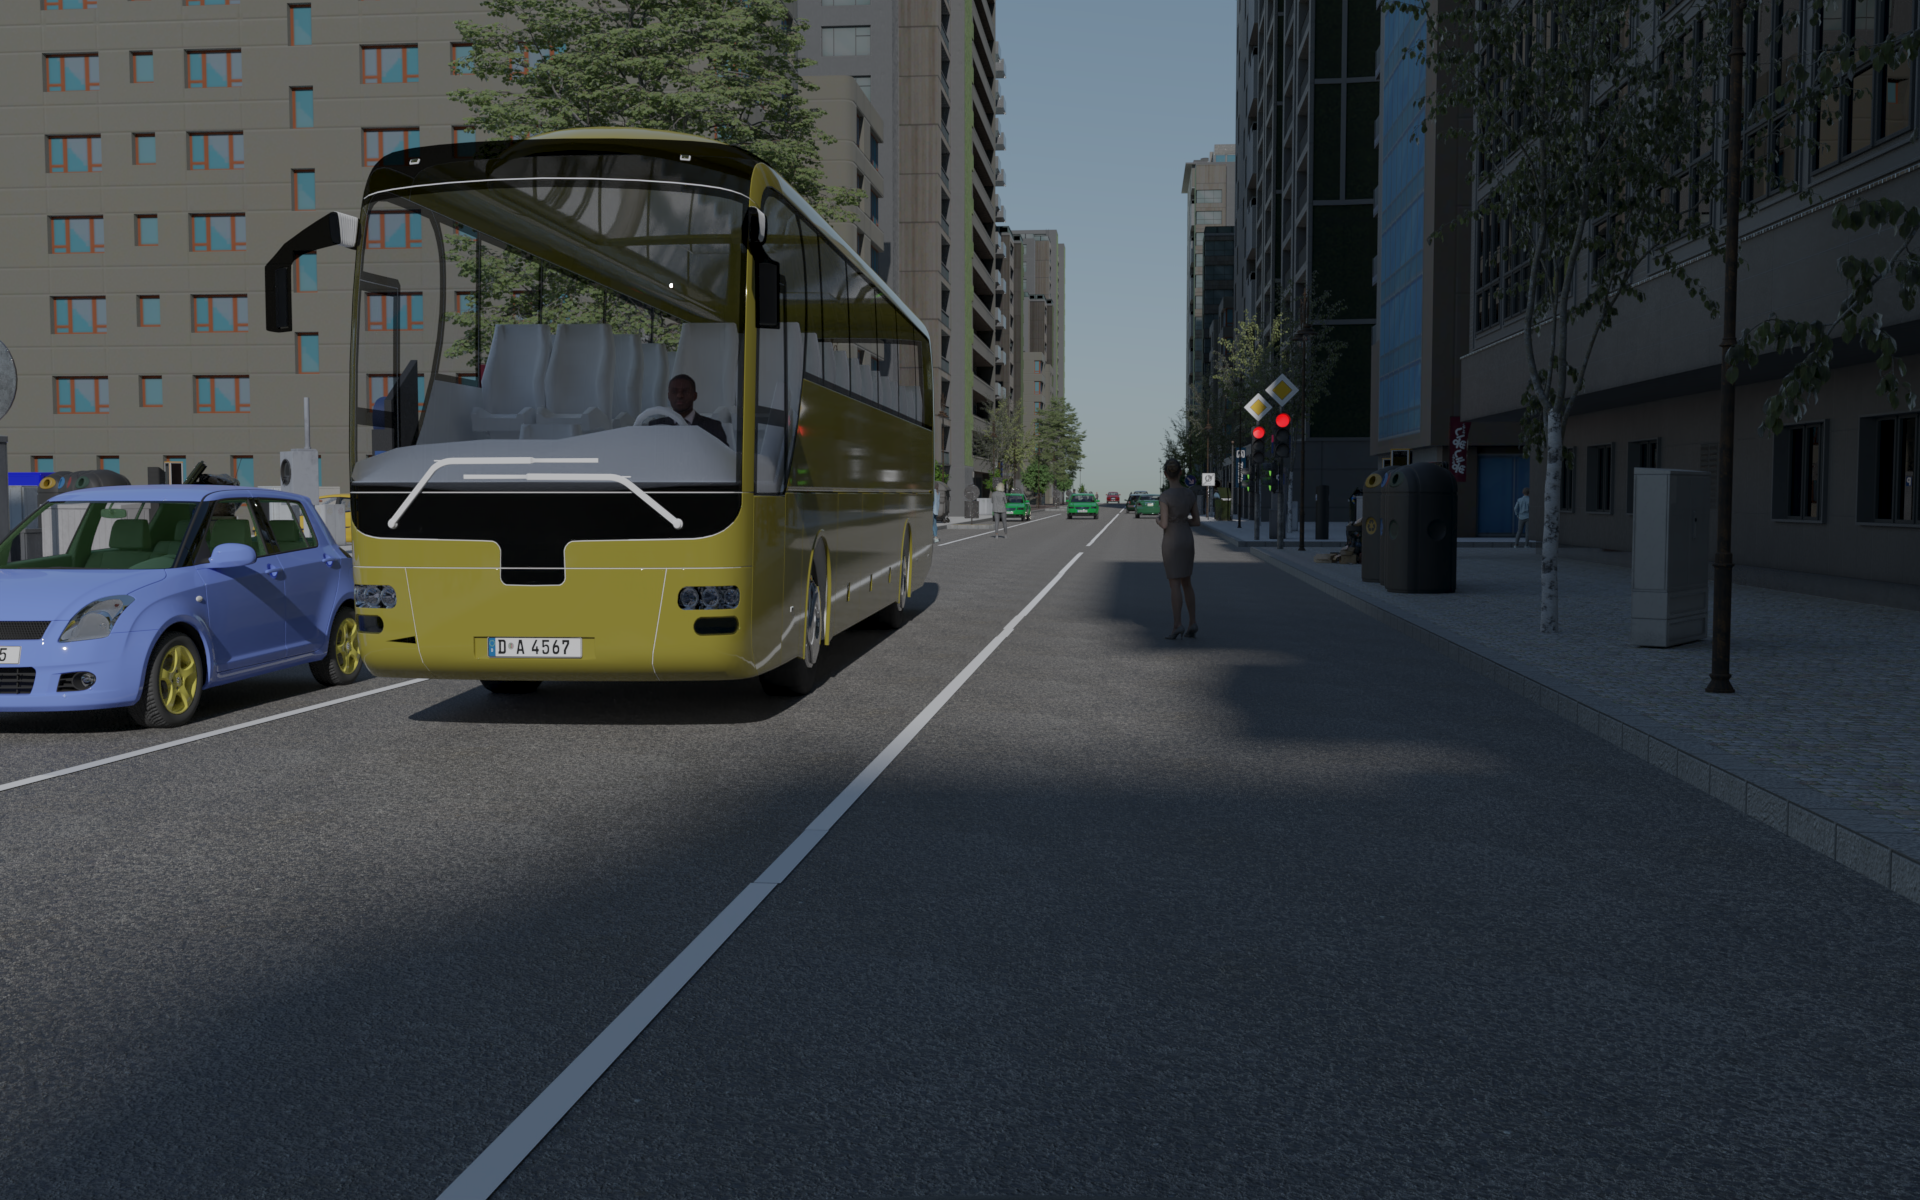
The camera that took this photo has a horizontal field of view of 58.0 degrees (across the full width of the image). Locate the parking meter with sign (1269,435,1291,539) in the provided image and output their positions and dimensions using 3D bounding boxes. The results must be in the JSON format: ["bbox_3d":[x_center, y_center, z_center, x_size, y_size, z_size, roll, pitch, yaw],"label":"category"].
[{"bbox_3d":[9.200,-3.287,49.997,0.543,3.016,1.738,1,4,14],"label":"parking meter with sign"}]

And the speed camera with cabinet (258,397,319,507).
[{"bbox_3d":[-13.975,-2.545,35.939,0.660,3.252,2.038,-3,5,-42],"label":"speed camera with cabinet"}]

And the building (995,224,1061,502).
[{"bbox_3d":[7.399,-35.320,261.072,14.154,41.232,14.086,0,4,6],"label":"building"}]

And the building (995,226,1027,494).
[{"bbox_3d":[-0.618,-25.313,185.574,14.160,30.474,14.107,0,4,6],"label":"building"}]

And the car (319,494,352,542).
[{"bbox_3d":[-16.782,-2.199,46.184,3.980,1.641,2.015,0,4,4],"label":"car"}]

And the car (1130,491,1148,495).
[{"bbox_3d":[19.996,-11.198,191.752,2.281,1.827,5.304,0,4,5],"label":"car"}]

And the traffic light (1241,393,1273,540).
[{"bbox_3d":[8.279,-3.631,48.291,0.839,4.253,0.868,0,4,6],"label":"traffic light"}]

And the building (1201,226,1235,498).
[{"bbox_3d":[33.183,-25.440,187.652,14.160,30.474,14.107,0,4,6],"label":"building"}]

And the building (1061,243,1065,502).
[{"bbox_3d":[9.392,-36.201,275.472,14.154,41.232,14.086,0,4,6],"label":"building"}]

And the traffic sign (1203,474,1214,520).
[{"bbox_3d":[12.304,-5.118,85.810,0.606,2.300,0.079,1,4,12],"label":"traffic sign"}]

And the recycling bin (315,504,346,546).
[{"bbox_3d":[-15.659,-1.843,42.686,0.722,1.027,0.722,2,4,26],"label":"recycling bin"}]

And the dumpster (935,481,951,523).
[{"bbox_3d":[-1.110,-4.318,76.360,1.264,1.857,1.865,0,4,6],"label":"dumpster"}]

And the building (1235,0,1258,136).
[{"bbox_3d":[35.784,-33.421,135.677,28.713,52.752,27.495,0,4,6],"label":"building"}]

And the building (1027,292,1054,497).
[{"bbox_3d":[6.025,-29.085,247.243,14.160,30.474,14.107,0,4,6],"label":"building"}]

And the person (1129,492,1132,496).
[{"bbox_3d":[24.838,-14.818,251.438,0.551,1.740,0.621,-1,4,-22],"label":"person"}]

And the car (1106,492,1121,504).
[{"bbox_3d":[23.385,-15.649,264.528,2.281,1.827,5.304,0,4,5],"label":"car"}]

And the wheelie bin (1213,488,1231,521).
[{"bbox_3d":[12.615,-4.607,83.230,0.980,1.594,0.693,-1,4,-23],"label":"wheelie bin"}]

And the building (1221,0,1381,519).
[{"bbox_3d":[27.785,-41.095,110.152,20.563,71.187,20.611,0,4,6],"label":"building"}]

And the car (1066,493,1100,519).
[{"bbox_3d":[7.052,-5.534,99.275,1.959,1.807,4.718,0,4,5],"label":"car"}]

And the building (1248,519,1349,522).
[{"bbox_3d":[24.300,-39.339,81.442,20.563,71.187,20.611,0,4,6],"label":"building"}]

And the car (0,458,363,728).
[{"bbox_3d":[-5.518,-0.134,11.775,1.945,1.707,3.694,0,4,5],"label":"car"}]

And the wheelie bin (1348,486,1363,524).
[{"bbox_3d":[15.807,-3.737,69.007,0.693,1.594,0.980,1,4,9],"label":"wheelie bin"}]

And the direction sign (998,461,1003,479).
[{"bbox_3d":[2.749,-7.728,118.343,0.379,3.537,0.876,1,4,22],"label":"direction sign"}]

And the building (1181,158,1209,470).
[{"bbox_3d":[48.557,-41.367,265.595,28.713,52.752,27.495,0,4,6],"label":"building"}]

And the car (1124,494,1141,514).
[{"bbox_3d":[13.137,-7.228,127.963,2.009,1.686,4.222,0,4,6],"label":"car"}]

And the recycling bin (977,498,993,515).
[{"bbox_3d":[1.492,-5.631,104.629,0.722,1.027,0.722,3,4,36],"label":"recycling bin"}]

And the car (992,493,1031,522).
[{"bbox_3d":[2.734,-5.054,91.430,1.959,1.807,4.718,0,4,7],"label":"car"}]

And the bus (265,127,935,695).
[{"bbox_3d":[-2.005,-1.473,15.627,2.896,3.916,12.252,0,4,4],"label":"bus"}]

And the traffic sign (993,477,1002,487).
[{"bbox_3d":[2.289,-6.343,105.838,0.606,2.300,0.079,0,4,8],"label":"traffic sign"}]

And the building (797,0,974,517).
[{"bbox_3d":[-6.883,-25.192,95.492,14.154,41.232,14.086,0,4,6],"label":"building"}]

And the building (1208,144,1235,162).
[{"bbox_3d":[43.700,-37.768,237.110,23.786,49.044,30.456,0,4,6],"label":"building"}]

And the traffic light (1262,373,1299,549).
[{"bbox_3d":[7.465,-3.145,40.347,0.839,4.253,0.868,0,4,6],"label":"traffic light"}]

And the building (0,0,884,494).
[{"bbox_3d":[-18.770,-13.619,67.717,27.650,21.520,28.899,0,4,6],"label":"building"}]

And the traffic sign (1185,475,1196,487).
[{"bbox_3d":[15.413,-7.081,115.879,0.768,2.556,0.104,0,4,7],"label":"traffic sign"}]

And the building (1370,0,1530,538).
[{"bbox_3d":[21.469,-24.786,55.355,14.200,45.320,14.600,0,4,6],"label":"building"}]

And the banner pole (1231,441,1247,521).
[{"bbox_3d":[13.082,-5.610,81.735,0.863,3.779,0.401,0,4,2],"label":"banner pole"}]

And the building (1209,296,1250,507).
[{"bbox_3d":[38.222,-19.549,164.672,27.650,21.520,28.899,0,4,6],"label":"building"}]

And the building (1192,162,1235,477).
[{"bbox_3d":[36.041,-32.522,215.323,14.154,41.232,14.086,0,4,6],"label":"building"}]

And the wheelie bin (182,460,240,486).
[{"bbox_3d":[-7.218,-0.528,16.540,0.693,1.594,0.980,-1,4,-21],"label":"wheelie bin"}]

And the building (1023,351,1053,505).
[{"bbox_3d":[-2.339,-23.336,226.575,27.650,21.520,28.899,0,4,6],"label":"building"}]

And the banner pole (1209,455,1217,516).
[{"bbox_3d":[14.866,-6.824,101.590,0.401,3.779,0.863,2,4,34],"label":"banner pole"}]

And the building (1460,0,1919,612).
[{"bbox_3d":[16.424,-14.094,23.939,14.314,27.812,24.014,0,4,6],"label":"building"}]

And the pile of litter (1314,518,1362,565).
[{"bbox_3d":[7.182,-1.117,32.233,1.176,0.858,1.719,0,4,4],"label":"pile of litter"}]

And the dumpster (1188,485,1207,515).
[{"bbox_3d":[14.834,-6.292,108.627,1.264,1.857,1.865,0,4,6],"label":"dumpster"}]

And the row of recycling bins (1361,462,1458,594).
[{"bbox_3d":[6.219,-1.029,23.932,1.069,1.692,3.534,0,4,7],"label":"row of recycling bins"}]

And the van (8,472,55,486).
[{"bbox_3d":[-27.549,-2.705,48.605,5.245,2.365,2.240,0,4,7],"label":"van"}]

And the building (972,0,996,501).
[{"bbox_3d":[-8.679,-31.368,136.566,21.300,48.544,21.600,0,4,6],"label":"building"}]

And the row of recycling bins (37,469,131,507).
[{"bbox_3d":[-15.199,-1.409,30.152,1.069,1.692,3.534,-3,5,-39],"label":"row of recycling bins"}]

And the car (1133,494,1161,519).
[{"bbox_3d":[11.323,-5.567,102.810,2.131,1.459,4.920,0,4,7],"label":"car"}]

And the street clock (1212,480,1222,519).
[{"bbox_3d":[12.950,-5.065,87.376,0.471,2.002,0.358,2,4,27],"label":"street clock"}]

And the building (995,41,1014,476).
[{"bbox_3d":[-7.345,-33.256,163.338,23.786,49.044,30.456,0,4,6],"label":"building"}]

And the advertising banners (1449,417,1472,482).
[{"bbox_3d":[10.448,-2.610,38.861,2.074,3.025,0.090,0,4,0],"label":"advertising banners"}]

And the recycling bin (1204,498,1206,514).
[{"bbox_3d":[15.592,-6.110,112.452,0.722,1.027,0.722,-1,4,-11],"label":"recycling bin"}]

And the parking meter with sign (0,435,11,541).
[{"bbox_3d":[-11.637,-1.481,20.481,0.543,3.016,1.738,1,4,13],"label":"parking meter with sign"}]

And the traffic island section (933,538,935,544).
[{"bbox_3d":[-1.820,-1.661,49.442,2.009,0.180,2.903,0,4,6],"label":"traffic island section"}]

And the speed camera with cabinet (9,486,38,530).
[{"bbox_3d":[-18.976,-2.402,33.601,2.038,3.252,0.660,0,4,5],"label":"speed camera with cabinet"}]

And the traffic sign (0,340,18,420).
[{"bbox_3d":[-7.651,-0.816,13.451,0.768,2.556,0.104,1,4,13],"label":"traffic sign"}]

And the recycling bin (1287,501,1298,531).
[{"bbox_3d":[11.312,-2.902,60.000,0.722,1.027,0.722,0,4,4],"label":"recycling bin"}]
